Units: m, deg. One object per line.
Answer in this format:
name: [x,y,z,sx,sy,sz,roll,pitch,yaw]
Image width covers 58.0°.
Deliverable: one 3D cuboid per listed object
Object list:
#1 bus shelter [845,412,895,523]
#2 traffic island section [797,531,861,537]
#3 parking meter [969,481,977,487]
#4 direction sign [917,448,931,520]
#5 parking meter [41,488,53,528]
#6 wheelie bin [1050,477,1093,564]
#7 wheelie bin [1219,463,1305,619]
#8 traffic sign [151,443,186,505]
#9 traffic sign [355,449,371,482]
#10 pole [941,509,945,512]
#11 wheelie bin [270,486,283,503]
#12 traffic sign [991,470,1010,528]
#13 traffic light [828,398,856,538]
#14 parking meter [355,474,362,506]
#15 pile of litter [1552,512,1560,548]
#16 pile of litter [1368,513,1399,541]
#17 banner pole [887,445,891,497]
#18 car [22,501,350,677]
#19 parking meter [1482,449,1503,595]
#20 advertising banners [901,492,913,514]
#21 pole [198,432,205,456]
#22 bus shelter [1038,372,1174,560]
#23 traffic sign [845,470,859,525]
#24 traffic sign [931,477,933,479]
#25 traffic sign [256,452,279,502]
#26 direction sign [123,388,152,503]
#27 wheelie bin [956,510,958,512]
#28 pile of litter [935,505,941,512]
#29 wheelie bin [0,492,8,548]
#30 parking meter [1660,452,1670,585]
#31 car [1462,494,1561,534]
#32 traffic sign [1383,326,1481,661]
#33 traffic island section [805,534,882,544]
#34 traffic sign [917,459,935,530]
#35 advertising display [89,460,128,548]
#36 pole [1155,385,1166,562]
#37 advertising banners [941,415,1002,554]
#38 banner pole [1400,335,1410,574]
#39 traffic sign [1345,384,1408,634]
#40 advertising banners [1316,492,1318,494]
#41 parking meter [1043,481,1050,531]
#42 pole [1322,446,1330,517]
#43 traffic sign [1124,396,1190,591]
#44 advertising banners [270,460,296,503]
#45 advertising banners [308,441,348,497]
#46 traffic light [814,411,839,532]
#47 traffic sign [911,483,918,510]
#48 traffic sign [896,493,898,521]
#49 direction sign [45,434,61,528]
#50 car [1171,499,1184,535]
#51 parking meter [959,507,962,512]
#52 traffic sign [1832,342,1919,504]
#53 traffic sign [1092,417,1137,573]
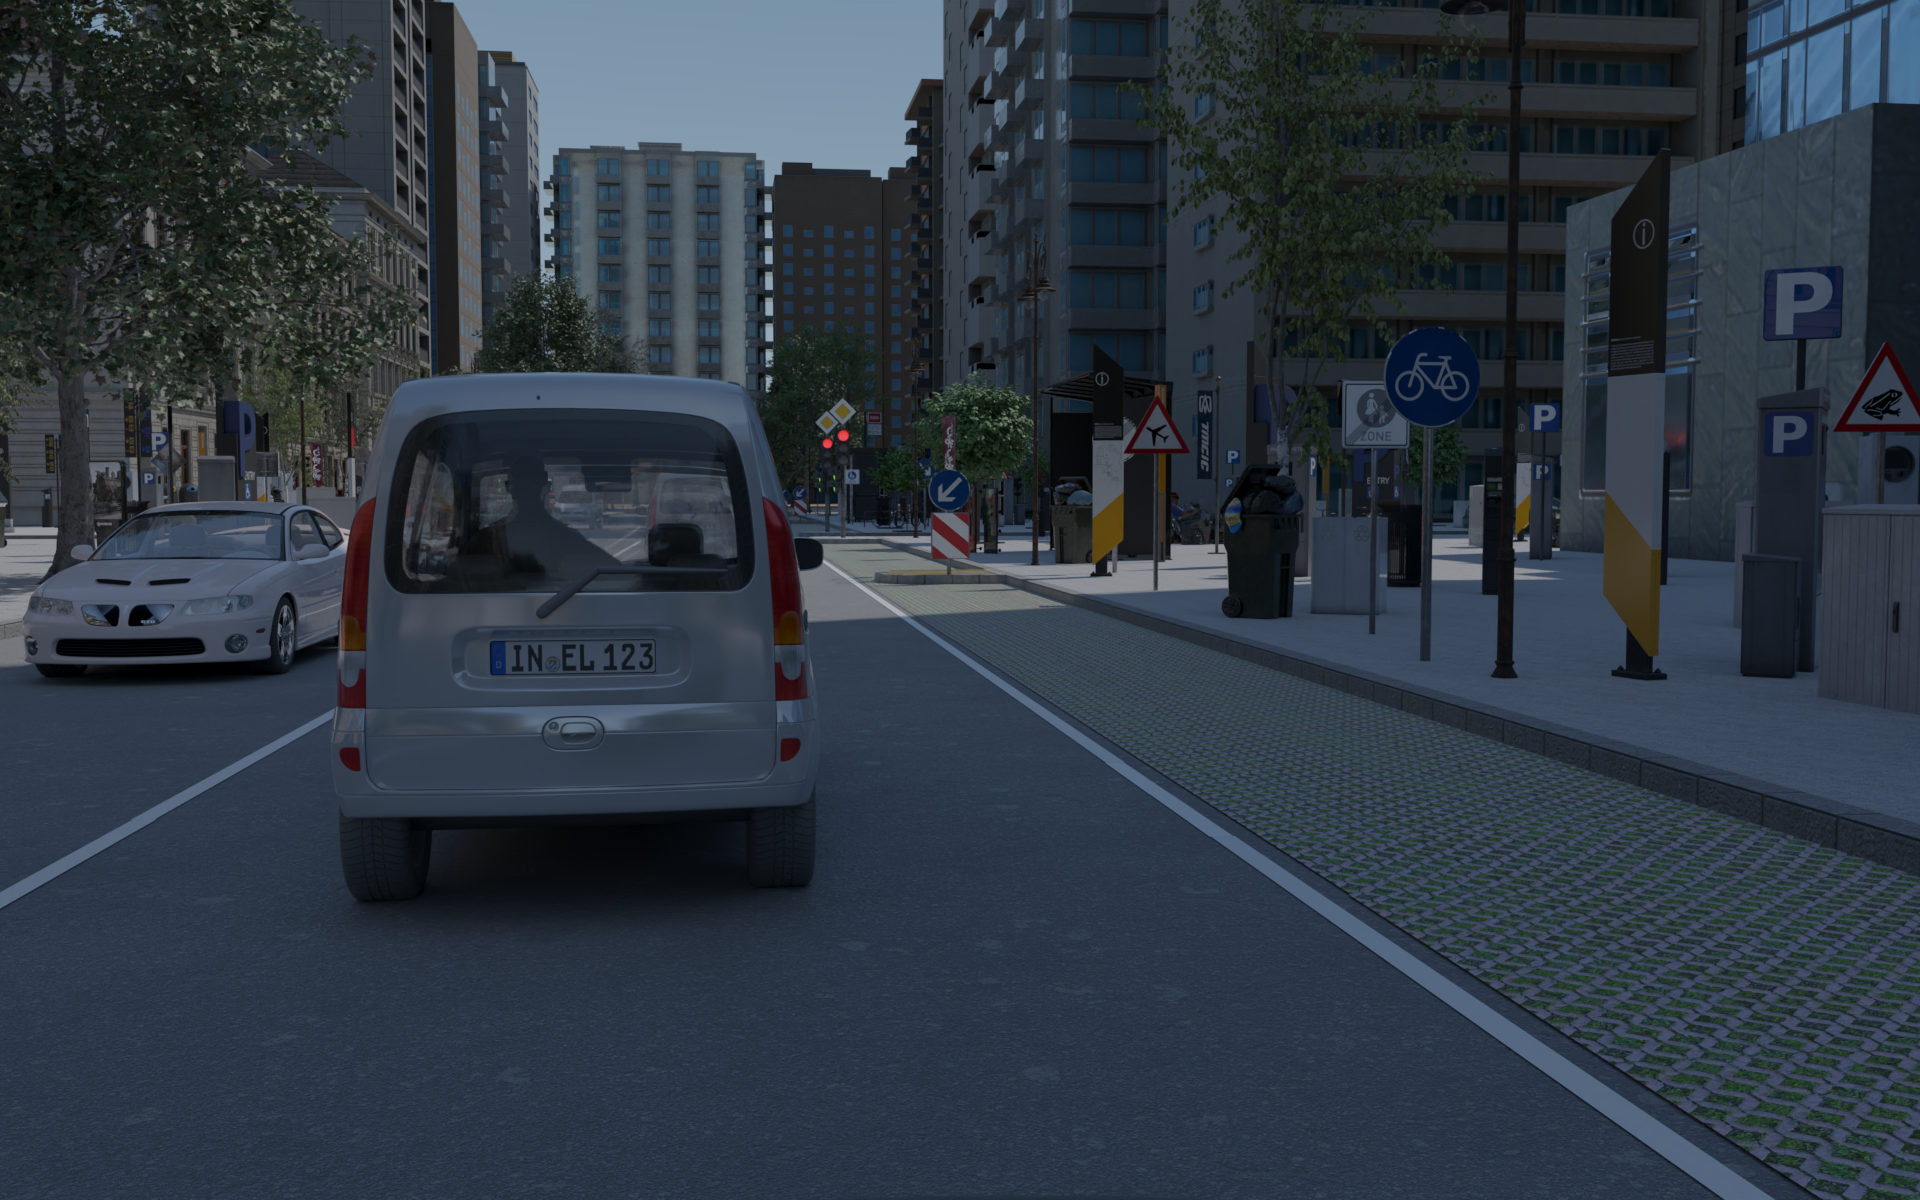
bus shelter: [-4.548,-6.396,82.199,2.179,5.291,8.768,0,4,-8]
traffic island section: [-4.472,-2.229,58.729,2.009,0.180,2.903,0,4,-8]
parking meter: [0.348,-2.665,49.276,0.399,1.863,0.255,-2,4,-30]
direction sign: [-1.821,-5.759,86.153,0.876,3.537,0.379,-3,4,-38]
parking meter: [-35.020,-3.549,66.435,0.372,1.533,0.369,0,3,0]
wheelie bin: [2.110,-1.471,31.963,0.980,1.594,0.693,3,5,45]
wheelie bin: [3.163,-0.618,18.017,0.693,1.594,0.980,3,5,40]
traffic sign: [-17.996,-2.337,39.402,0.795,2.450,0.064,0,4,-3]
traffic sign: [-16.815,-2.982,48.865,0.768,2.556,0.104,0,4,-1]
pole: [-0.710,-4.839,72.957,0.158,3.312,0.155,0,3,0]
wheelie bin: [-26.391,-3.589,66.581,0.693,1.594,0.980,-2,4,-31]
traffic sign: [1.454,-4.022,65.765,0.884,2.594,0.081,0,4,-2]
traffic light: [-3.446,-3.778,50.696,0.839,4.253,0.868,0,4,-8]
parking meter: [-17.177,-2.698,49.825,0.399,1.863,0.255,2,4,24]
pile of litter: [14.595,-1.691,41.618,1.176,0.858,1.719,0,4,3]
pile of litter: [9.876,-1.603,40.178,1.176,0.858,1.719,3,5,43]
banner pole: [-3.438,-6.066,89.203,0.401,3.779,0.863,3,5,43]
car: [-6.454,-0.170,15.147,2.083,1.381,4.827,0,4,-7]
parking meter: [6.803,-1.000,22.069,0.255,1.863,0.399,1,4,15]
advertising banners: [-3.599,-7.097,112.223,2.074,3.025,0.090,3,4,37]
pole: [-25.117,-3.889,57.434,0.158,3.312,0.155,0,3,0]
bus shelter: [2.946,-2.769,36.550,1.731,3.624,6.357,0,4,-8]
traffic sign: [-4.510,-4.302,72.466,0.606,2.300,0.079,0,4,-1]
traffic sign: [-1.170,-5.023,84.263,0.606,2.300,0.079,0,4,-3]
traffic sign: [-16.863,-2.446,42.126,0.606,2.300,0.079,0,4,0]
direction sign: [-17.508,-2.749,36.941,0.876,3.537,0.379,2,4,30]
wheelie bin: [-0.011,-5.035,90.233,0.693,1.594,0.980,-1,4,-23]
pile of litter: [-0.745,-4.183,82.355,1.176,0.858,1.719,2,4,34]
wheelie bin: [-23.022,-2.021,40.955,0.693,1.594,0.980,0,4,-2]
parking meter: [9.856,-1.152,24.541,0.255,1.863,0.399,0,4,3]
car: [19.466,-2.854,58.454,4.920,1.459,2.131,0,4,-8]
traffic sign: [3.581,-0.804,13.251,0.768,2.556,0.104,0,4,-7]
traffic island section: [-3.405,-1.745,50.815,2.009,0.180,2.903,0,4,-8]
traffic sign: [-1.270,-3.822,62.594,0.768,2.556,0.104,0,4,-1]
advertising display: [-16.330,-1.705,33.087,0.974,1.923,0.123,1,4,19]
pole: [3.756,-2.366,32.532,0.158,3.312,0.155,0,3,0]
advertising banners: [0.222,-2.544,37.776,0.090,3.025,2.074,-3,4,-37]
banner pole: [6.959,-2.264,27.037,0.401,3.779,0.863,0,4,7]
traffic sign: [3.770,-0.835,15.778,0.606,2.300,0.079,0,4,-1]
advertising banners: [13.861,-4.643,72.105,2.074,3.025,0.090,2,4,26]
parking meter: [3.014,-3.316,59.921,0.399,1.863,0.255,0,4,5]
pole: [15.274,-4.812,72.511,0.158,3.312,0.155,0,3,0]
traffic sign: [2.599,-1.403,22.950,0.884,2.594,0.081,0,4,-4]
advertising banners: [-33.073,-5.444,85.199,2.074,3.025,0.090,-1,4,-22]
advertising banners: [-21.023,-3.809,58.471,0.090,3.025,2.074,3,4,38]
traffic light: [-4.514,-4.262,58.609,0.839,4.253,0.868,0,4,-8]
traffic sign: [-2.189,-4.659,78.302,0.606,2.300,0.079,0,4,-2]
traffic sign: [-2.982,-5.014,82.088,0.768,2.556,0.104,0,4,0]
direction sign: [-34.247,-4.510,65.733,0.876,3.537,0.379,0,4,3]
car: [5.334,-2.620,55.423,3.894,1.354,1.945,-1,4,-8]
parking meter: [0.105,-3.913,72.388,0.372,1.533,0.369,0,3,0]
traffic sign: [7.912,-0.911,14.899,0.884,2.594,0.081,0,4,-2]
traffic sign: [2.524,-1.717,28.175,0.768,2.556,0.104,0,4,-4]
